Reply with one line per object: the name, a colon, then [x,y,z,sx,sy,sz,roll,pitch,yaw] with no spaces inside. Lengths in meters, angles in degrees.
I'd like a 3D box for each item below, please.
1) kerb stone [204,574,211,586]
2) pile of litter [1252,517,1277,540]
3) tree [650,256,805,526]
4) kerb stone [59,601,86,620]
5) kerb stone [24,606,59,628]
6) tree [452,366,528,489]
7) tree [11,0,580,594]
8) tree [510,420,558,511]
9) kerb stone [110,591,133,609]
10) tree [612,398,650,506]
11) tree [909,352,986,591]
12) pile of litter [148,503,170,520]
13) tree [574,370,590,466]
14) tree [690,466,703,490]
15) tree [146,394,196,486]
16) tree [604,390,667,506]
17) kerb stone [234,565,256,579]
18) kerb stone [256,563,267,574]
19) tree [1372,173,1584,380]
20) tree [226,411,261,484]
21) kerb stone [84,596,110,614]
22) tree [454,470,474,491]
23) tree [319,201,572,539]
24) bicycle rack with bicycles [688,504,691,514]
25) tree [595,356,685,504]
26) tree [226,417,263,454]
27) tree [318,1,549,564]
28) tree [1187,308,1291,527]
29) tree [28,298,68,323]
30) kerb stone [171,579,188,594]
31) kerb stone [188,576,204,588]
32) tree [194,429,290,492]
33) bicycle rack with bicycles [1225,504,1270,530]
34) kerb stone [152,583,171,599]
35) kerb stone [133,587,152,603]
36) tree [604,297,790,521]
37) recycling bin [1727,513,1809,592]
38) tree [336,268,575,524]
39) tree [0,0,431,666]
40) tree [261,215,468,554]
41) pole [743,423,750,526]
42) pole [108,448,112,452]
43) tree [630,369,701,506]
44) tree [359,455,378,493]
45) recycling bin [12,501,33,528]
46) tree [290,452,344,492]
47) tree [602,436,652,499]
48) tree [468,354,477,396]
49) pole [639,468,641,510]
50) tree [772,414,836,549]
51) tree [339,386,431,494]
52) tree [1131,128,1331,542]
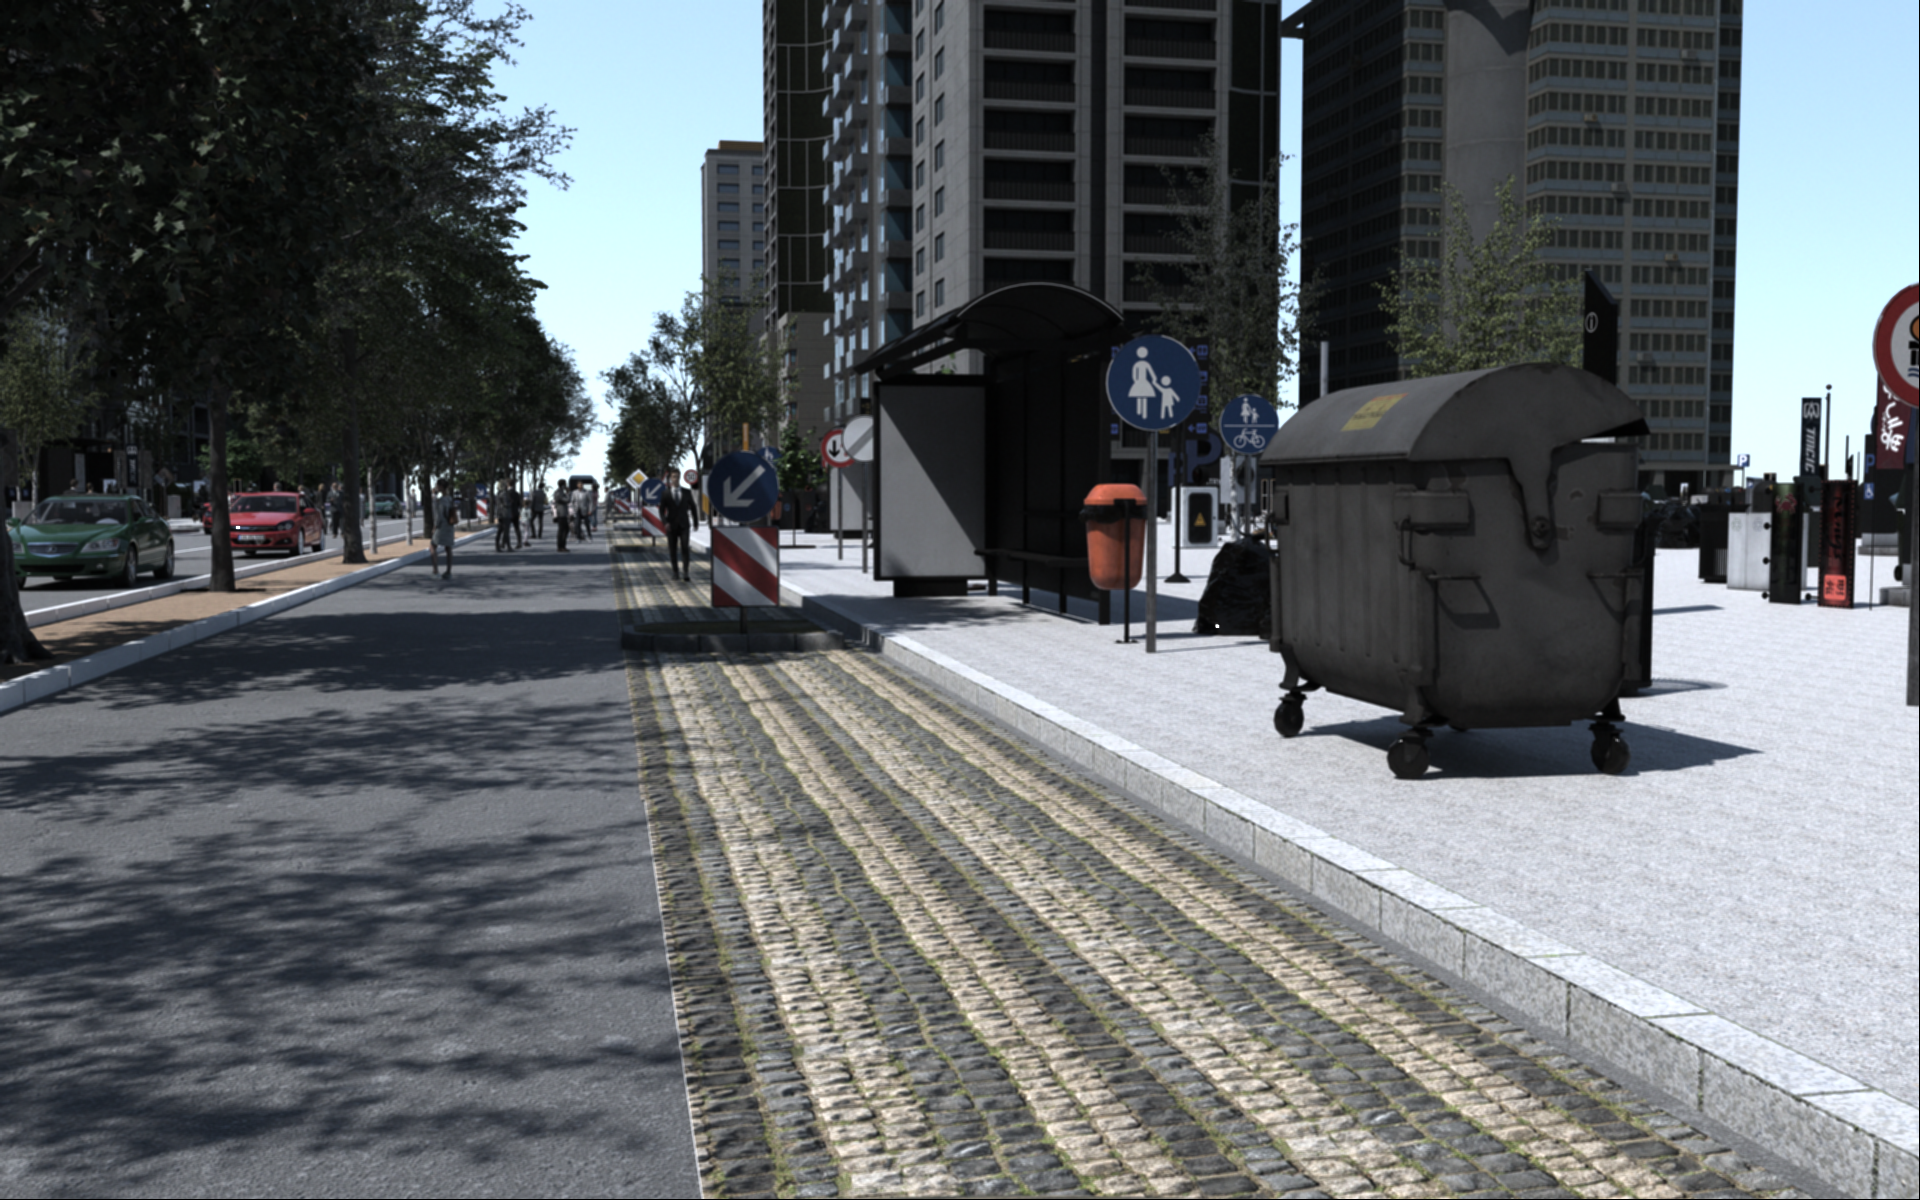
kerb stone: [-11.758,-0.290,26.939,0.120,0.150,1.000,-1,4,-12]
pile of litter: [8.743,-2.147,49.066,1.719,0.858,1.176,-2,4,-32]
tree: [-7.096,-6.380,54.682,4.737,8.622,4.395,0,3,0]
kerb stone: [-10.293,0.139,19.917,0.120,0.150,1.000,-1,4,-12]
kerb stone: [-10.085,0.201,18.915,0.120,0.150,1.000,-1,4,-12]
tree: [-22.875,-8.036,84.209,4.737,8.622,4.395,0,3,0]
tree: [-10.849,-6.865,25.062,12.009,13.543,11.850,0,3,0]
tree: [-31.055,-10.543,125.202,4.360,8.622,3.978,0,3,0]
kerb stone: [-10.700,0.020,21.921,0.120,0.150,1.000,-1,4,-12]
tree: [-23.257,-10.973,129.769,4.737,8.622,4.395,0,3,0]
tree: [-0.119,-1.743,23.098,1.663,3.219,1.824,0,3,0]
pile of litter: [-39.923,-4.412,86.095,1.176,0.858,1.719,-2,4,-30]
tree: [-21.258,-8.638,78.094,8.767,10.594,7.601,-1,4,-12]
tree: [-16.256,-6.956,108.336,1.663,3.219,1.824,0,3,0]
tree: [-50.275,-9.671,108.483,4.737,8.622,4.395,0,3,0]
tree: [-34.498,-16.464,187.308,7.486,12.596,7.792,0,3,0]
kerb stone: [-12.371,-0.472,29.946,0.120,0.150,1.000,-1,4,-12]
kerb stone: [-12.584,-0.536,30.956,0.120,0.150,1.000,-1,4,-12]
tree: [11.745,-5.447,39.425,4.737,8.622,4.395,0,3,0]
tree: [-53.985,-11.066,131.286,4.360,8.622,3.978,0,3,0]
kerb stone: [-10.501,0.078,20.918,0.120,0.150,1.000,-1,4,-12]
tree: [-69.117,-15.742,241.101,4.285,4.588,4.351,0,3,0]
tree: [-16.976,-7.739,54.741,9.928,11.665,9.643,0,3,0]
bicycle rack with bicycles: [-16.563,-6.056,112.389,2.852,0.926,2.925,-3,4,-36]
tree: [-43.117,-23.168,234.688,12.611,20.169,13.585,0,3,0]
tree: [-57.818,-11.606,140.114,4.737,8.622,4.395,0,3,0]
tree: [-12.272,-6.988,34.835,7.486,12.596,7.792,0,3,0]
tree: [10.582,-7.151,67.275,4.737,8.622,4.395,0,3,0]
tree: [-30.824,-6.570,57.777,4.737,8.622,4.395,0,3,0]
kerb stone: [-11.337,-0.167,24.927,0.120,0.150,1.000,-1,4,-12]
kerb stone: [-11.538,-0.229,25.933,0.120,0.150,1.000,-1,4,-12]
tree: [-36.760,-6.340,87.373,4.285,4.588,4.351,0,3,0]
bicycle rack with bicycles: [9.372,-3.015,62.681,2.925,0.926,2.852,3,5,39]
kerb stone: [-11.117,-0.106,23.928,0.120,0.150,1.000,-1,4,-12]
kerb stone: [-10.917,-0.045,22.925,0.120,0.150,1.000,-1,4,-12]
tree: [-12.238,-9.005,81.650,8.767,10.594,7.601,-1,4,-20]
recycling bin: [10.813,-0.651,23.194,0.722,1.027,0.722,-1,4,-21]
tree: [-18.825,-7.743,63.470,8.767,10.594,7.601,-1,4,-12]
tree: [-8.277,-5.798,14.268,9.611,12.733,9.660,0,3,0]
tree: [-13.900,-5.378,40.758,4.360,8.622,3.978,0,3,0]
pole: [-6.149,-3.426,49.857,0.158,3.312,0.155,0,3,0]
pole: [-37.846,-5.103,77.272,0.158,3.312,0.155,0,3,0]
tree: [-17.644,-9.340,103.073,4.360,8.622,3.978,0,3,0]
tree: [-46.473,-9.149,133.297,4.285,4.588,4.351,0,3,0]
recycling bin: [-32.371,-2.899,59.949,0.722,1.027,0.722,-2,4,-30]
tree: [-42.476,-7.871,112.406,4.285,4.588,4.351,0,3,0]
tree: [-56.712,-23.189,296.146,9.611,12.733,9.660,0,3,0]
tree: [-15.261,-5.804,47.718,4.360,8.622,3.978,0,3,0]
pole: [-25.338,-8.741,136.753,0.158,3.312,0.155,0,3,0]
tree: [-3.998,-2.841,41.056,1.663,3.219,1.824,0,3,0]
tree: [-51.187,-15.129,154.010,9.857,13.997,8.962,0,3,0]
tree: [5.546,-5.171,34.905,4.360,8.622,3.978,0,3,0]
